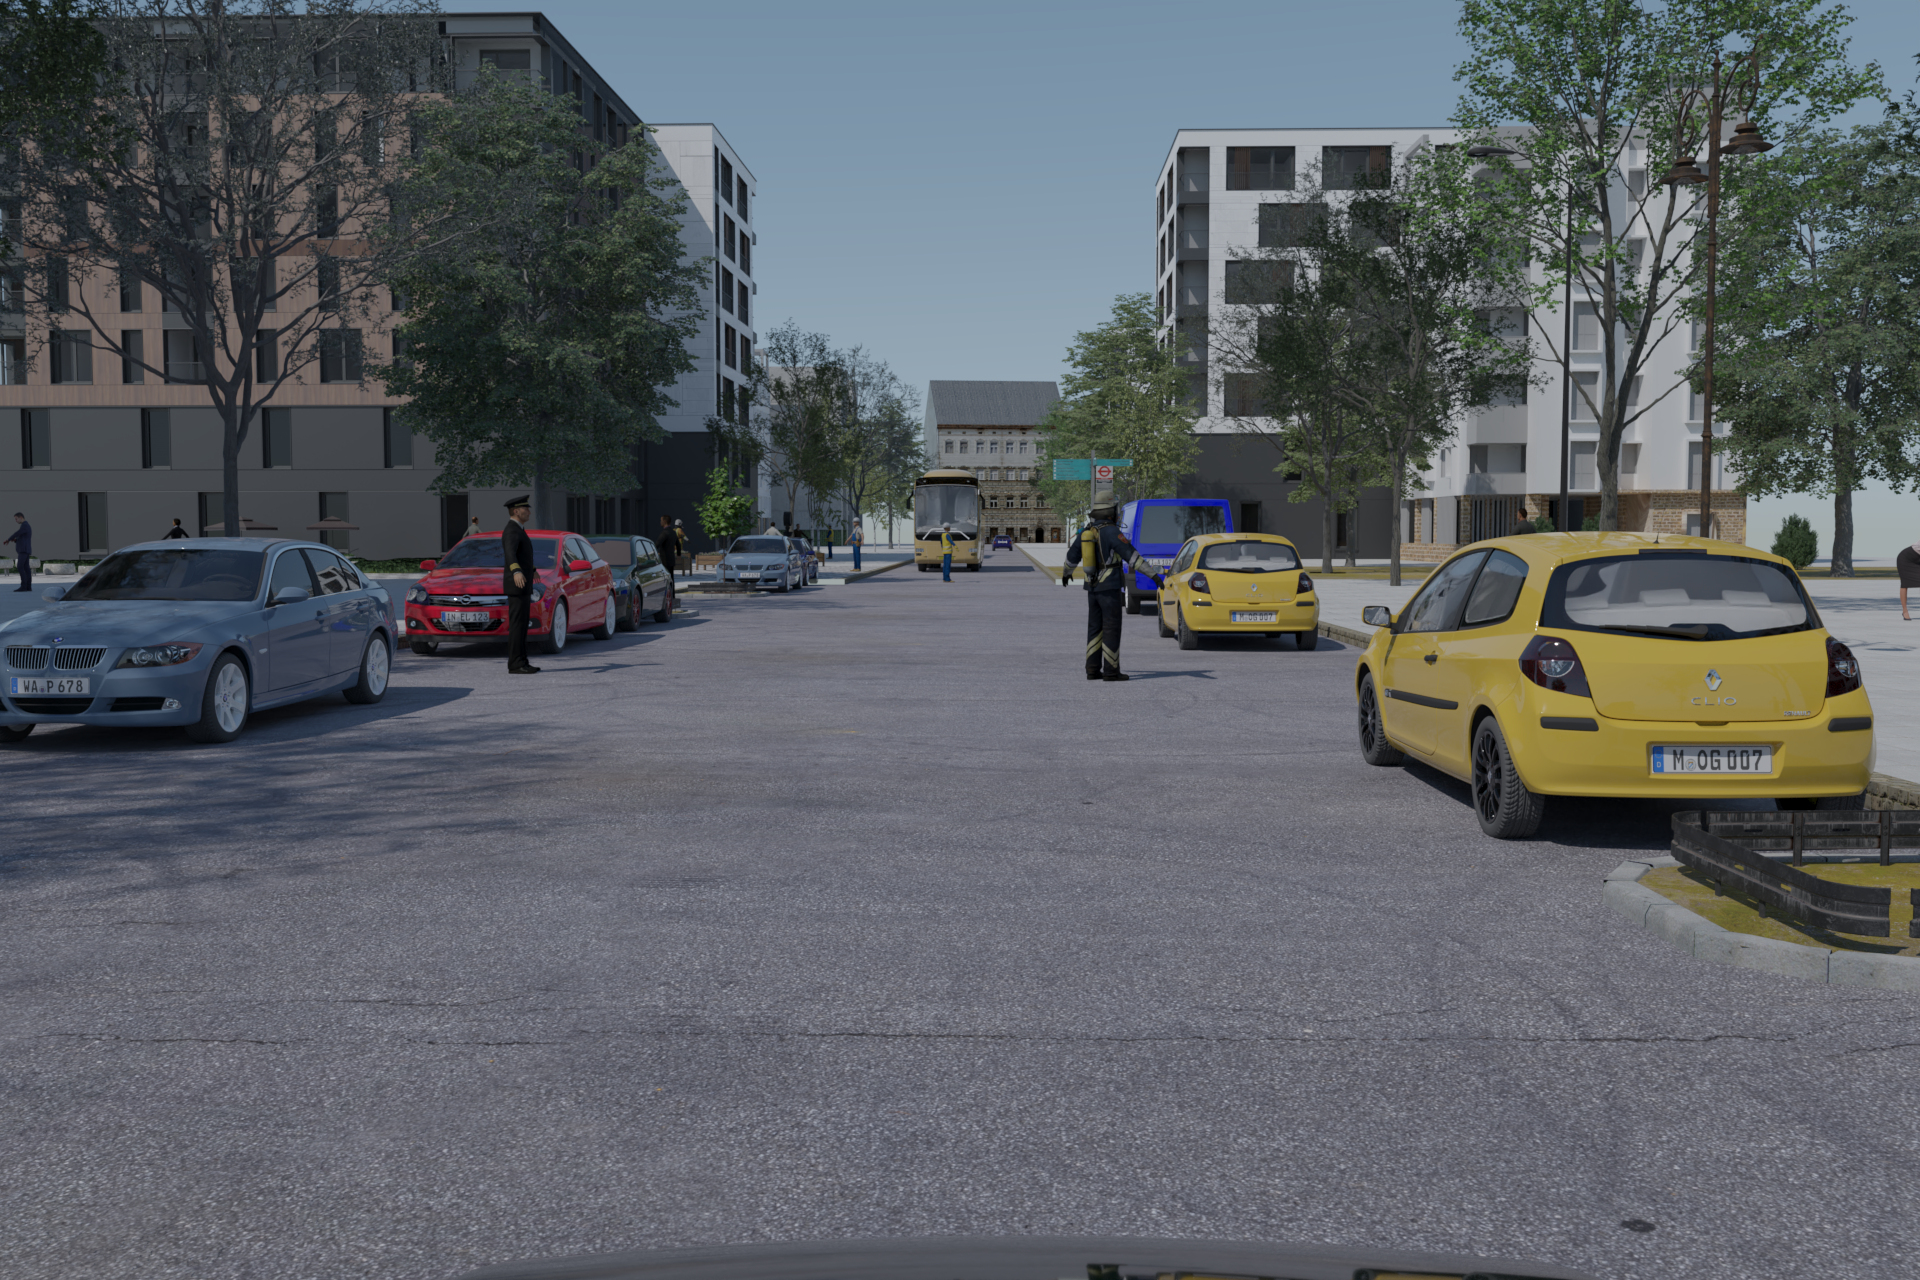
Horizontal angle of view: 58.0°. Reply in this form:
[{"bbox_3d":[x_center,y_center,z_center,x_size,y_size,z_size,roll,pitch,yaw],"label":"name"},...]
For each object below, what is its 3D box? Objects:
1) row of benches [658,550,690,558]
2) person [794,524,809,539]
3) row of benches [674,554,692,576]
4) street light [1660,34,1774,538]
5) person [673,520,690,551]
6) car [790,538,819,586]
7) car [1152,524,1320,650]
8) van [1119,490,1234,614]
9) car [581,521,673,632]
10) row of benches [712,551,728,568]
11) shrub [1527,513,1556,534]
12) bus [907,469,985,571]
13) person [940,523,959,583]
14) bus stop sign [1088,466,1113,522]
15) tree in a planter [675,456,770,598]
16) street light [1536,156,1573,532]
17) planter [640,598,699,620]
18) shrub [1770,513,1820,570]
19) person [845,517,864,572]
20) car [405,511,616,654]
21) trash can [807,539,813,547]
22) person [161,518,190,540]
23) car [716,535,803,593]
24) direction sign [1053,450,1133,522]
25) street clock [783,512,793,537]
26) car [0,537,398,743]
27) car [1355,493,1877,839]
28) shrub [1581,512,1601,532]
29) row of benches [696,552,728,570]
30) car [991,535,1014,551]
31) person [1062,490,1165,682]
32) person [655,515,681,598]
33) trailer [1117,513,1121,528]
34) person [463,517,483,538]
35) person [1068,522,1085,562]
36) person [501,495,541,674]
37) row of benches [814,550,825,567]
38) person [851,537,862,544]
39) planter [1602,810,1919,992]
[{"bbox_3d":[-12.126,-3.120,66.476,4.104,0.672,1.422,-3,5,-40],"label":"row of benches"},{"bbox_3d":[-8.161,-4.975,87.482,1.346,1.812,0.704,-3,4,-36],"label":"person"},{"bbox_3d":[-10.089,-2.305,53.153,4.104,0.672,1.422,1,4,14],"label":"row of benches"},{"bbox_3d":[7.224,-2.686,16.701,0.468,5.910,1.993,0,4,1],"label":"street light"},{"bbox_3d":[-11.147,-3.852,68.747,0.705,1.858,1.354,-3,5,-41],"label":"person"},{"bbox_3d":[-5.011,-2.223,48.930,1.945,1.354,3.894,0,4,1],"label":"car"},{"bbox_3d":[3.579,-0.768,22.778,2.015,1.641,3.980,0,4,1],"label":"car"},{"bbox_3d":[3.930,-1.720,32.501,2.240,2.365,5.245,0,4,1],"label":"van"},{"bbox_3d":[-5.576,-1.034,26.700,2.009,1.686,4.222,0,4,1],"label":"car"},{"bbox_3d":[-7.607,-3.020,64.842,4.104,0.672,1.422,2,4,31],"label":"row of benches"},{"bbox_3d":[21.917,-3.771,65.702,1.661,2.075,1.752,0,3,0],"label":"shrub"},{"bbox_3d":[-0.344,-4.774,69.594,2.896,3.916,12.252,0,4,2],"label":"bus"},{"bbox_3d":[-0.301,-2.590,51.264,0.721,1.772,1.216,-1,4,-22],"label":"person"},{"bbox_3d":[4.936,-4.416,60.911,0.855,3.939,0.416,0,4,1],"label":"bus stop sign"},{"bbox_3d":[-5.421,-2.599,39.709,1.991,3.239,1.994,0,4,2],"label":"tree in a planter"},{"bbox_3d":[7.846,-2.955,20.859,1.470,5.913,1.316,0,4,1],"label":"street light"},{"bbox_3d":[-5.593,-0.542,29.995,1.991,0.319,1.994,0,4,1],"label":"planter"},{"bbox_3d":[29.784,-3.531,61.781,1.661,2.075,1.752,0,3,0],"label":"shrub"},{"bbox_3d":[-3.549,-3.257,59.105,0.705,1.847,1.347,-2,4,-30],"label":"person"},{"bbox_3d":[-5.637,-0.795,22.036,2.155,1.783,4.494,0,4,1],"label":"car"},{"bbox_3d":[-4.931,-2.592,54.031,0.748,1.137,0.748,0,3,0],"label":"trash can"},{"bbox_3d":[-22.754,-2.659,50.193,0.721,1.740,1.216,1,4,22],"label":"person"},{"bbox_3d":[-5.005,-1.940,43.729,2.014,1.417,4.499,0,4,1],"label":"car"},{"bbox_3d":[4.222,-4.023,54.532,2.525,3.948,1.411,0,3,0],"label":"direction sign"},{"bbox_3d":[-5.558,-3.138,55.884,0.358,2.002,0.471,0,4,2],"label":"street clock"},{"bbox_3d":[-5.823,-0.086,13.412,2.014,1.417,4.499,0,4,2],"label":"car"},{"bbox_3d":[3.349,0.040,9.565,2.015,1.641,3.980,0,4,1],"label":"car"},{"bbox_3d":[22.654,-3.518,61.567,1.661,2.075,1.752,0,3,0],"label":"shrub"},{"bbox_3d":[-7.310,-2.772,60.790,4.104,0.672,1.422,1,4,21],"label":"row of benches"},{"bbox_3d":[3.583,-8.206,146.753,1.945,1.354,3.894,0,4,0],"label":"car"},{"bbox_3d":[1.435,-0.533,16.952,0.705,1.856,1.354,-3,5,-41],"label":"person"},{"bbox_3d":[-5.686,-1.515,33.459,0.704,1.802,1.346,1,4,20],"label":"person"},{"bbox_3d":[4.376,-2.612,49.759,1.471,1.999,3.904,0,4,2],"label":"trailer"},{"bbox_3d":[-14.384,-2.766,51.497,1.348,1.796,0.705,2,4,32],"label":"person"},{"bbox_3d":[5.599,-4.476,79.303,1.347,1.817,0.704,-1,4,-15],"label":"person"},{"bbox_3d":[-4.519,-0.579,17.857,0.705,1.837,1.347,0,4,-7],"label":"person"},{"bbox_3d":[-7.154,-3.274,68.987,4.104,0.672,1.422,2,4,27],"label":"row of benches"},{"bbox_3d":[-5.212,-4.816,88.002,0.599,1.433,0.991,-3,4,-38],"label":"person"},{"bbox_3d":[3.484,0.906,6.327,1.991,0.319,1.994,0,4,1],"label":"planter"}]
